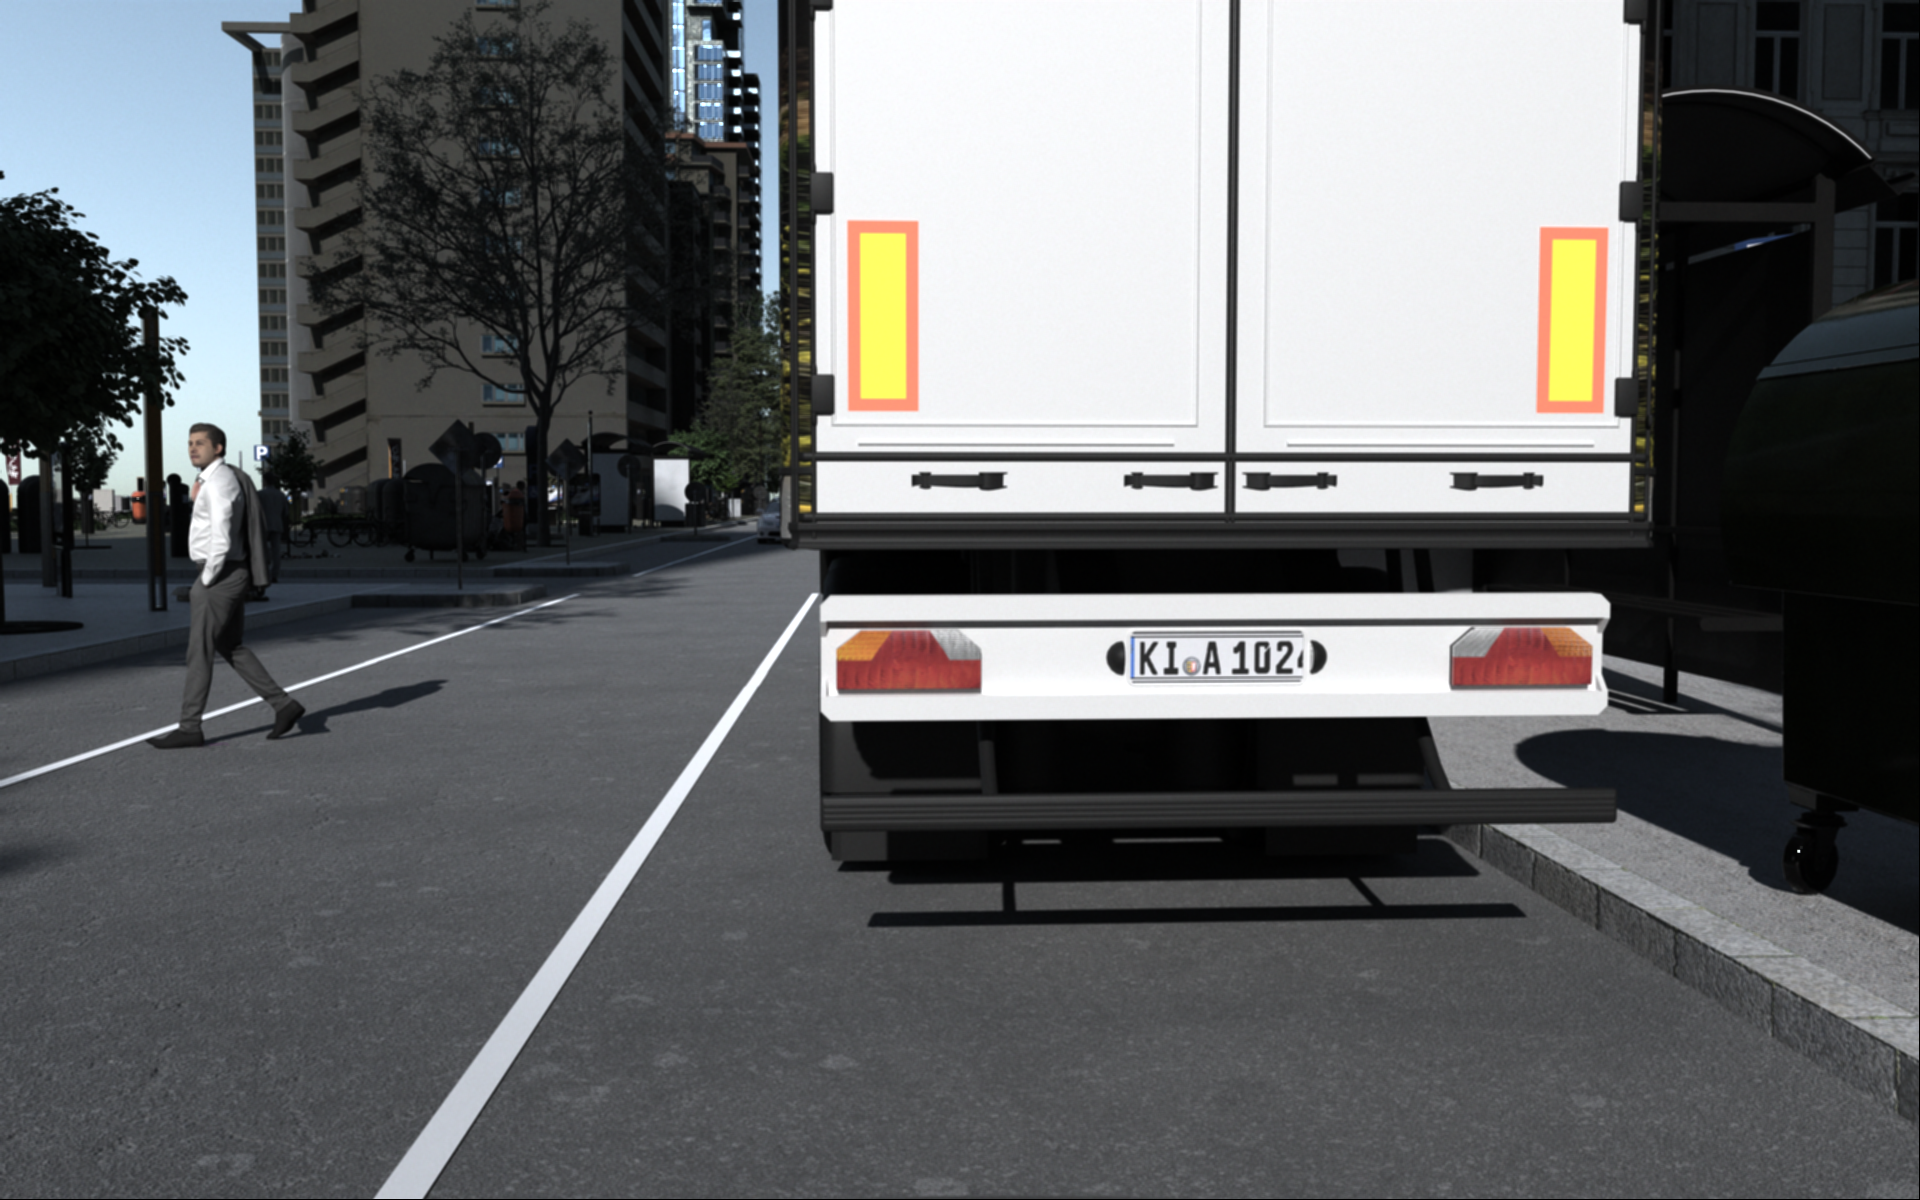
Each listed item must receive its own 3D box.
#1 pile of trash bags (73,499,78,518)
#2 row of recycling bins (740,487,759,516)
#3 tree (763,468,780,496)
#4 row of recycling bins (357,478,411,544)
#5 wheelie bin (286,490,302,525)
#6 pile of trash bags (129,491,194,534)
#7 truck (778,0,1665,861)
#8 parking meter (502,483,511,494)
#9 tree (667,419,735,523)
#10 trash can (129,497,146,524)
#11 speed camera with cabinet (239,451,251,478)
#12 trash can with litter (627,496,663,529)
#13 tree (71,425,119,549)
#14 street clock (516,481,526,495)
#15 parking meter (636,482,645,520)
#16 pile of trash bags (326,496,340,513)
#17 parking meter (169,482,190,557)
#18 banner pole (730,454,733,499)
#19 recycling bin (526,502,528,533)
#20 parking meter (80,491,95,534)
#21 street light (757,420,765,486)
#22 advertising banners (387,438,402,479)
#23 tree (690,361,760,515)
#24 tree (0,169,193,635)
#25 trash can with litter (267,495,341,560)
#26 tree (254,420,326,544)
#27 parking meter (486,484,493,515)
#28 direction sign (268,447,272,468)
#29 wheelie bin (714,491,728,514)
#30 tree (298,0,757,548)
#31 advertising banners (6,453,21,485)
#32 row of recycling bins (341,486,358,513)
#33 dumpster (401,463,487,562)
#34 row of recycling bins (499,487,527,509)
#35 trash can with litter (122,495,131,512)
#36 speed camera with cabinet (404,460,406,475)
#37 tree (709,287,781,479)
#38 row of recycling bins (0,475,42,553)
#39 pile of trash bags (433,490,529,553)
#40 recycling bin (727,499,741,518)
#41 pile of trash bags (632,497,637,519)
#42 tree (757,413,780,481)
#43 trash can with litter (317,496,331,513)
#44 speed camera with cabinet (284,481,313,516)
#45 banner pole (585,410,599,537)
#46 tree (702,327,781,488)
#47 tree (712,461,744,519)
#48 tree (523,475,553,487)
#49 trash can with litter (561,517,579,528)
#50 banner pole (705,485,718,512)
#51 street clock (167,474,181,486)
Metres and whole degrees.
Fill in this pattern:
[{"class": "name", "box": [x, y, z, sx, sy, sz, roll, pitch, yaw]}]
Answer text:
[{"class": "pile of trash bags", "box": [-44.657, -4.638, 85.584, 1.912, 1.369, 3.447, -2, 4, -27]}, {"class": "row of recycling bins", "box": [-12.679, -5.980, 104.879, 1.069, 1.692, 3.534, -1, 4, -12]}, {"class": "tree", "box": [-14.137, -8.344, 131.018, 1.663, 3.219, 1.824, 0, 3, 0]}, {"class": "row of recycling bins", "box": [-15.132, -2.381, 46.042, 1.069, 1.692, 3.534, -2, 4, -27]}, {"class": "wheelie bin", "box": [-27.433, -3.873, 71.227, 0.693, 1.594, 0.980, -2, 4, -29]}, {"class": "pile of trash bags", "box": [-26.041, -2.925, 57.573, 1.912, 1.369, 3.447, 2, 4, 23]}, {"class": "truck", "box": [0.394, -1.305, 10.247, 2.839, 4.237, 11.283, 0, 4, -3]}, {"class": "parking meter", "box": [-23.580, -5.164, 90.135, 0.255, 1.863, 0.399, 3, 5, 40]}, {"class": "tree", "box": [-11.409, -5.652, 76.128, 4.285, 4.588, 4.351, 0, 3, 0]}, {"class": "trash can", "box": [-34.911, -3.794, 73.688, 0.748, 1.137, 0.748, 0, 3, 0]}, {"class": "speed camera with cabinet", "box": [-33.624, -5.199, 79.346, 2.038, 3.252, 0.660, -2, 4, -34]}, {"class": "trash can with litter", "box": [-11.868, -3.254, 64.253, 1.678, 1.210, 2.233, 1, 4, 12]}, {"class": "tree", "box": [-20.729, -2.822, 40.741, 1.663, 3.219, 1.824, 0, 3, 0]}, {"class": "street clock", "box": [-23.882, -5.486, 94.272, 0.471, 2.002, 0.358, 2, 4, 28]}, {"class": "parking meter", "box": [-15.688, -4.857, 85.118, 0.399, 1.863, 0.255, 2, 4, 30]}, {"class": "pile of trash bags", "box": [-36.218, -5.679, 102.607, 3.447, 1.369, 1.912, 2, 4, 30]}, {"class": "parking meter", "box": [-15.912, -1.646, 35.328, 0.372, 1.533, 0.369, 0, 3, 0]}, {"class": "banner pole", "box": [-14.081, -7.109, 106.253, 0.401, 3.779, 0.863, -2, 4, -28]}, {"class": "recycling bin", "box": [-14.184, -2.671, 56.225, 0.722, 1.027, 0.722, 0, 4, 6]}, {"class": "parking meter", "box": [-28.108, -2.898, 55.786, 0.372, 1.533, 0.369, 0, 3, 0]}, {"class": "street light", "box": [-12.457, -8.282, 108.192, 0.468, 5.910, 1.993, 0, 4, -2]}, {"class": "advertising banners", "box": [-17.287, -3.594, 54.952, 0.090, 3.025, 2.074, 2, 4, 34]}, {"class": "tree", "box": [-13.232, -8.940, 96.539, 4.360, 8.622, 3.978, 0, 3, 0]}, {"class": "tree", "box": [-9.181, -1.992, 16.291, 4.285, 4.588, 4.351, 0, 3, 0]}, {"class": "trash can with litter", "box": [-13.270, -1.446, 34.693, 1.678, 1.210, 2.233, 2, 4, 35]}, {"class": "tree", "box": [-17.468, -3.108, 45.422, 1.663, 3.219, 1.824, 0, 3, 0]}, {"class": "parking meter", "box": [-11.956, -2.153, 43.617, 0.372, 1.533, 0.369, 0, 3, 0]}, {"class": "direction sign", "box": [-33.165, -5.586, 83.320, 0.379, 3.537, 0.876, -2, 4, -30]}, {"class": "wheelie bin", "box": [-13.992, -5.731, 101.609, 0.980, 1.594, 0.693, 1, 4, 16]}, {"class": "tree", "box": [-10.162, -8.042, 41.851, 12.009, 13.543, 11.850, 0, 3, 0]}, {"class": "advertising banners", "box": [-26.981, -3.333, 50.681, 2.074, 3.025, 0.090, 0, 4, 5]}, {"class": "row of recycling bins", "box": [-29.703, -4.946, 87.978, 1.069, 1.692, 3.534, 1, 4, 19]}, {"class": "dumpster", "box": [-9.907, -1.683, 33.272, 1.264, 1.857, 1.865, 0, 4, -3]}, {"class": "row of recycling bins", "box": [-26.236, -5.701, 100.322, 3.534, 1.692, 1.069, -3, 5, -42]}, {"class": "trash can with litter", "box": [-47.858, -5.456, 100.262, 1.678, 1.210, 2.233, 2, 4, 27]}, {"class": "speed camera with cabinet", "box": [-32.669, -6.600, 102.251, 0.660, 3.252, 2.038, 0, 4, 4]}, {"class": "tree", "box": [-13.639, -17.388, 140.181, 12.611, 20.169, 13.585, 0, 3, 0]}, {"class": "row of recycling bins", "box": [-21.482, -1.863, 37.573, 3.534, 1.692, 1.069, -1, 4, -12]}, {"class": "pile of trash bags", "box": [-10.559, -1.778, 38.822, 1.912, 1.369, 3.447, -3, 4, -38]}, {"class": "recycling bin", "box": [-12.295, -4.969, 93.803, 0.722, 1.027, 0.722, -2, 4, -24]}, {"class": "pile of trash bags", "box": [-17.211, -4.779, 87.895, 3.447, 1.369, 1.912, -2, 4, -25]}, {"class": "tree", "box": [-16.833, -16.208, 182.015, 9.611, 12.733, 9.660, 0, 3, 0]}, {"class": "trash can with litter", "box": [-29.196, -4.205, 80.136, 1.055, 1.170, 0.624, 1, 4, 15]}, {"class": "speed camera with cabinet", "box": [-37.396, -6.338, 97.957, 0.660, 3.252, 2.038, 1, 4, 12]}, {"class": "banner pole", "box": [-11.122, -3.797, 52.104, 0.401, 3.779, 0.863, -1, 4, -19]}, {"class": "tree", "box": [-13.912, -12.226, 118.016, 7.486, 12.596, 7.792, 0, 3, 0]}, {"class": "tree", "box": [-11.978, -5.724, 88.196, 1.663, 3.219, 1.824, 0, 3, 0]}, {"class": "tree", "box": [-23.450, -6.217, 96.255, 1.663, 3.219, 1.824, 0, 3, 0]}, {"class": "trash can with litter", "box": [-16.247, -3.788, 72.986, 2.233, 1.210, 1.678, -3, 4, -38]}, {"class": "banner pole", "box": [-12.778, -6.086, 89.519, 0.863, 3.779, 0.401, 0, 4, 7]}, {"class": "street clock", "box": [-27.728, -3.460, 61.144, 0.471, 2.002, 0.358, -2, 4, -26]}]
